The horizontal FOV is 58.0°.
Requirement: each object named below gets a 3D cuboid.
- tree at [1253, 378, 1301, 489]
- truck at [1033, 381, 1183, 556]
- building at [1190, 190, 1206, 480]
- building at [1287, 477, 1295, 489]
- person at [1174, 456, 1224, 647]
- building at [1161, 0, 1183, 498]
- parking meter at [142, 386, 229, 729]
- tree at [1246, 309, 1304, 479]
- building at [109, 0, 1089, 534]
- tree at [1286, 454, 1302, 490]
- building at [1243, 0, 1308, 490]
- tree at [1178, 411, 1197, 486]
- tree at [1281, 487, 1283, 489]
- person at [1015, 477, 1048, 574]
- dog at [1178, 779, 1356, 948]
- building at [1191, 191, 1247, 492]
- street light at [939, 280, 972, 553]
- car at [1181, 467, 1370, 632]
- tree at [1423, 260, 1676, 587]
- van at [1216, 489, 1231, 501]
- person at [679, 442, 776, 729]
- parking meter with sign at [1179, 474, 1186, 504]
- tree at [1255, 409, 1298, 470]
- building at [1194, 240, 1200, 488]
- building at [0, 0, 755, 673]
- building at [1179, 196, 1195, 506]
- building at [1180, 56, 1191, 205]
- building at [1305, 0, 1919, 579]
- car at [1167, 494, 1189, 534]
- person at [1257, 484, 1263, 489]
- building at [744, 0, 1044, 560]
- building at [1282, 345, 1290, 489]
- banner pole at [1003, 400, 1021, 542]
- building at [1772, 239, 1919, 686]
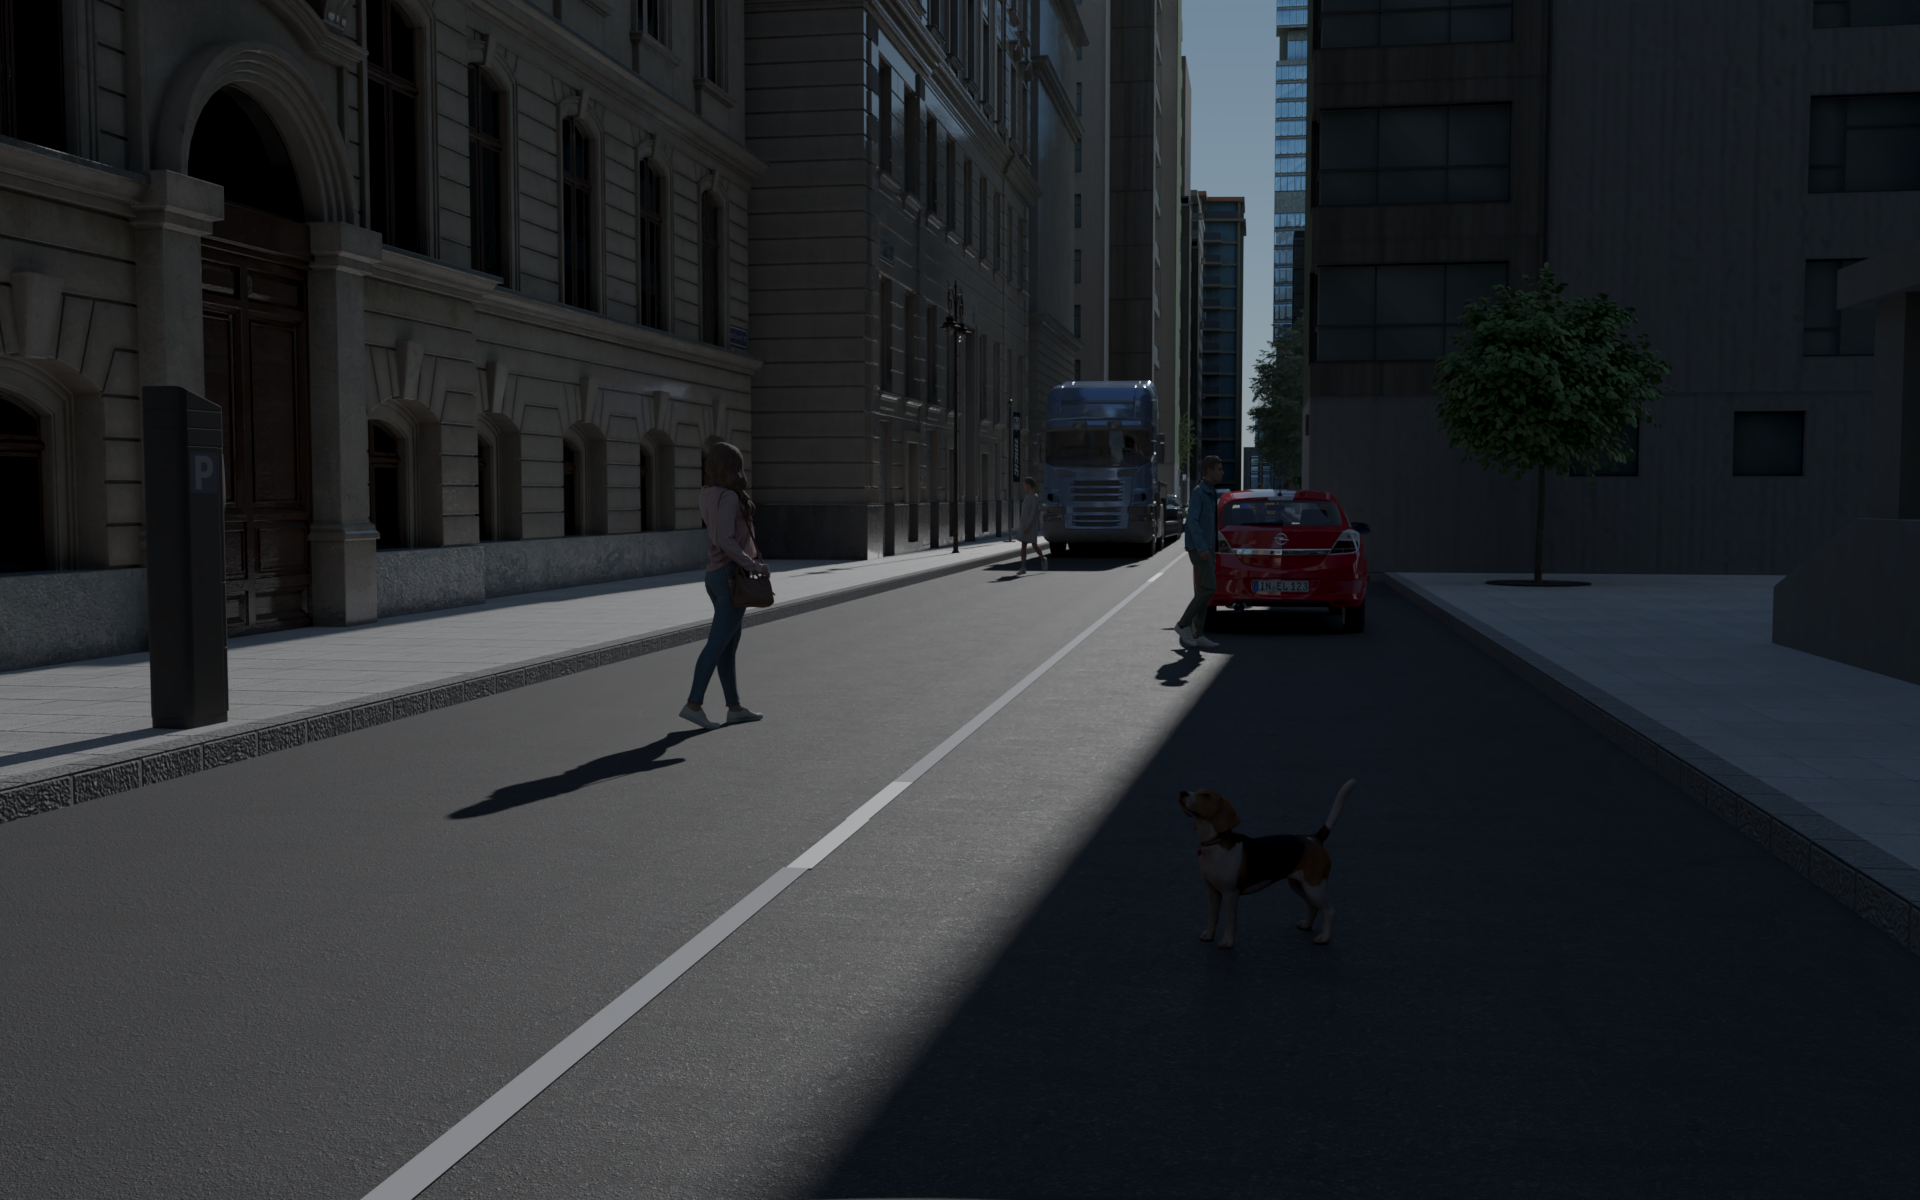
[{"bbox_3d":[28.169,-13.340,143.872,9.928,11.665,9.643,0,3,0],"label":"tree"},{"bbox_3d":[4.479,-3.505,47.068,2.967,4.110,18.799,1,4,10],"label":"truck"},{"bbox_3d":[18.116,-31.947,214.220,23.993,40.220,32.217,1,4,10],"label":"building"},{"bbox_3d":[48.690,-29.238,169.918,32.217,40.220,23.993,1,4,10],"label":"building"},{"bbox_3d":[2.237,-0.447,16.158,0.444,1.785,0.601,2,4,29],"label":"person"},{"bbox_3d":[3.697,-24.633,86.350,14.154,41.232,14.086,1,4,10],"label":"building"},{"bbox_3d":[-4.279,-0.237,9.589,0.255,1.863,0.399,1,4,12],"label":"parking meter"},{"bbox_3d":[22.947,-12.633,113.198,9.857,13.997,8.962,0,3,0],"label":"tree"},{"bbox_3d":[-12.802,-15.233,68.147,34.723,24.649,14.460,1,4,10],"label":"building"},{"bbox_3d":[24.684,-8.458,122.007,4.285,4.588,4.351,0,3,0],"label":"tree"},{"bbox_3d":[55.821,-56.864,242.397,31.000,86.520,22.319,1,4,10],"label":"building"},{"bbox_3d":[18.264,-12.056,147.478,4.737,8.622,4.395,0,3,0],"label":"tree"},{"bbox_3d":[43.032,-14.336,228.994,1.663,3.219,1.824,0,3,0],"label":"tree"},{"bbox_3d":[1.274,-1.340,31.158,0.466,1.731,0.760,3,4,37],"label":"person"},{"bbox_3d":[0.984,0.841,5.540,0.406,0.507,0.540,2,4,31],"label":"dog"},{"bbox_3d":[26.206,-36.297,248.074,28.867,44.769,22.147,1,4,10],"label":"building"},{"bbox_3d":[-0.093,-3.958,37.505,0.468,5.910,1.993,1,4,10],"label":"street light"},{"bbox_3d":[3.569,-0.644,19.564,2.155,1.783,4.494,1,4,9],"label":"car"},{"bbox_3d":[8.202,-2.487,24.379,4.285,4.588,4.351,0,3,0],"label":"tree"},{"bbox_3d":[21.331,-8.192,140.953,2.013,2.044,4.112,1,4,10],"label":"van"},{"bbox_3d":[-1.486,-0.100,10.726,0.643,1.750,0.593,-2,4,-29],"label":"person"},{"bbox_3d":[19.236,-9.639,153.861,0.543,3.016,1.738,-3,5,-44],"label":"parking meter with sign"},{"bbox_3d":[30.351,-13.398,153.469,8.767,10.594,7.601,-1,4,-10],"label":"tree"},{"bbox_3d":[18.922,-25.591,190.106,14.160,30.474,14.107,1,4,10],"label":"building"},{"bbox_3d":[-11.788,-12.038,15.906,14.460,24.649,34.723,1,4,10],"label":"building"},{"bbox_3d":[14.248,-23.881,162.154,14.160,30.474,14.107,1,4,10],"label":"building"},{"bbox_3d":[16.087,-32.147,175.720,14.600,45.320,14.200,1,4,10],"label":"building"},{"bbox_3d":[13.816,-15.994,33.197,14.160,30.474,14.107,1,4,10],"label":"building"},{"bbox_3d":[7.416,-3.202,64.155,2.131,1.459,4.920,1,4,10],"label":"car"},{"bbox_3d":[11.106,-3.384,63.932,0.767,1.812,0.694,1,4,13],"label":"person"},{"bbox_3d":[-5.291,-15.186,45.559,12.463,27.353,25.104,1,4,10],"label":"building"},{"bbox_3d":[53.575,-22.366,210.721,27.650,21.520,28.899,1,4,10],"label":"building"},{"bbox_3d":[1.443,-3.441,46.283,0.401,3.779,0.863,2,4,27],"label":"banner pole"},{"bbox_3d":[21.699,-19.099,4.153,32.217,40.220,23.993,1,4,10],"label":"building"}]
